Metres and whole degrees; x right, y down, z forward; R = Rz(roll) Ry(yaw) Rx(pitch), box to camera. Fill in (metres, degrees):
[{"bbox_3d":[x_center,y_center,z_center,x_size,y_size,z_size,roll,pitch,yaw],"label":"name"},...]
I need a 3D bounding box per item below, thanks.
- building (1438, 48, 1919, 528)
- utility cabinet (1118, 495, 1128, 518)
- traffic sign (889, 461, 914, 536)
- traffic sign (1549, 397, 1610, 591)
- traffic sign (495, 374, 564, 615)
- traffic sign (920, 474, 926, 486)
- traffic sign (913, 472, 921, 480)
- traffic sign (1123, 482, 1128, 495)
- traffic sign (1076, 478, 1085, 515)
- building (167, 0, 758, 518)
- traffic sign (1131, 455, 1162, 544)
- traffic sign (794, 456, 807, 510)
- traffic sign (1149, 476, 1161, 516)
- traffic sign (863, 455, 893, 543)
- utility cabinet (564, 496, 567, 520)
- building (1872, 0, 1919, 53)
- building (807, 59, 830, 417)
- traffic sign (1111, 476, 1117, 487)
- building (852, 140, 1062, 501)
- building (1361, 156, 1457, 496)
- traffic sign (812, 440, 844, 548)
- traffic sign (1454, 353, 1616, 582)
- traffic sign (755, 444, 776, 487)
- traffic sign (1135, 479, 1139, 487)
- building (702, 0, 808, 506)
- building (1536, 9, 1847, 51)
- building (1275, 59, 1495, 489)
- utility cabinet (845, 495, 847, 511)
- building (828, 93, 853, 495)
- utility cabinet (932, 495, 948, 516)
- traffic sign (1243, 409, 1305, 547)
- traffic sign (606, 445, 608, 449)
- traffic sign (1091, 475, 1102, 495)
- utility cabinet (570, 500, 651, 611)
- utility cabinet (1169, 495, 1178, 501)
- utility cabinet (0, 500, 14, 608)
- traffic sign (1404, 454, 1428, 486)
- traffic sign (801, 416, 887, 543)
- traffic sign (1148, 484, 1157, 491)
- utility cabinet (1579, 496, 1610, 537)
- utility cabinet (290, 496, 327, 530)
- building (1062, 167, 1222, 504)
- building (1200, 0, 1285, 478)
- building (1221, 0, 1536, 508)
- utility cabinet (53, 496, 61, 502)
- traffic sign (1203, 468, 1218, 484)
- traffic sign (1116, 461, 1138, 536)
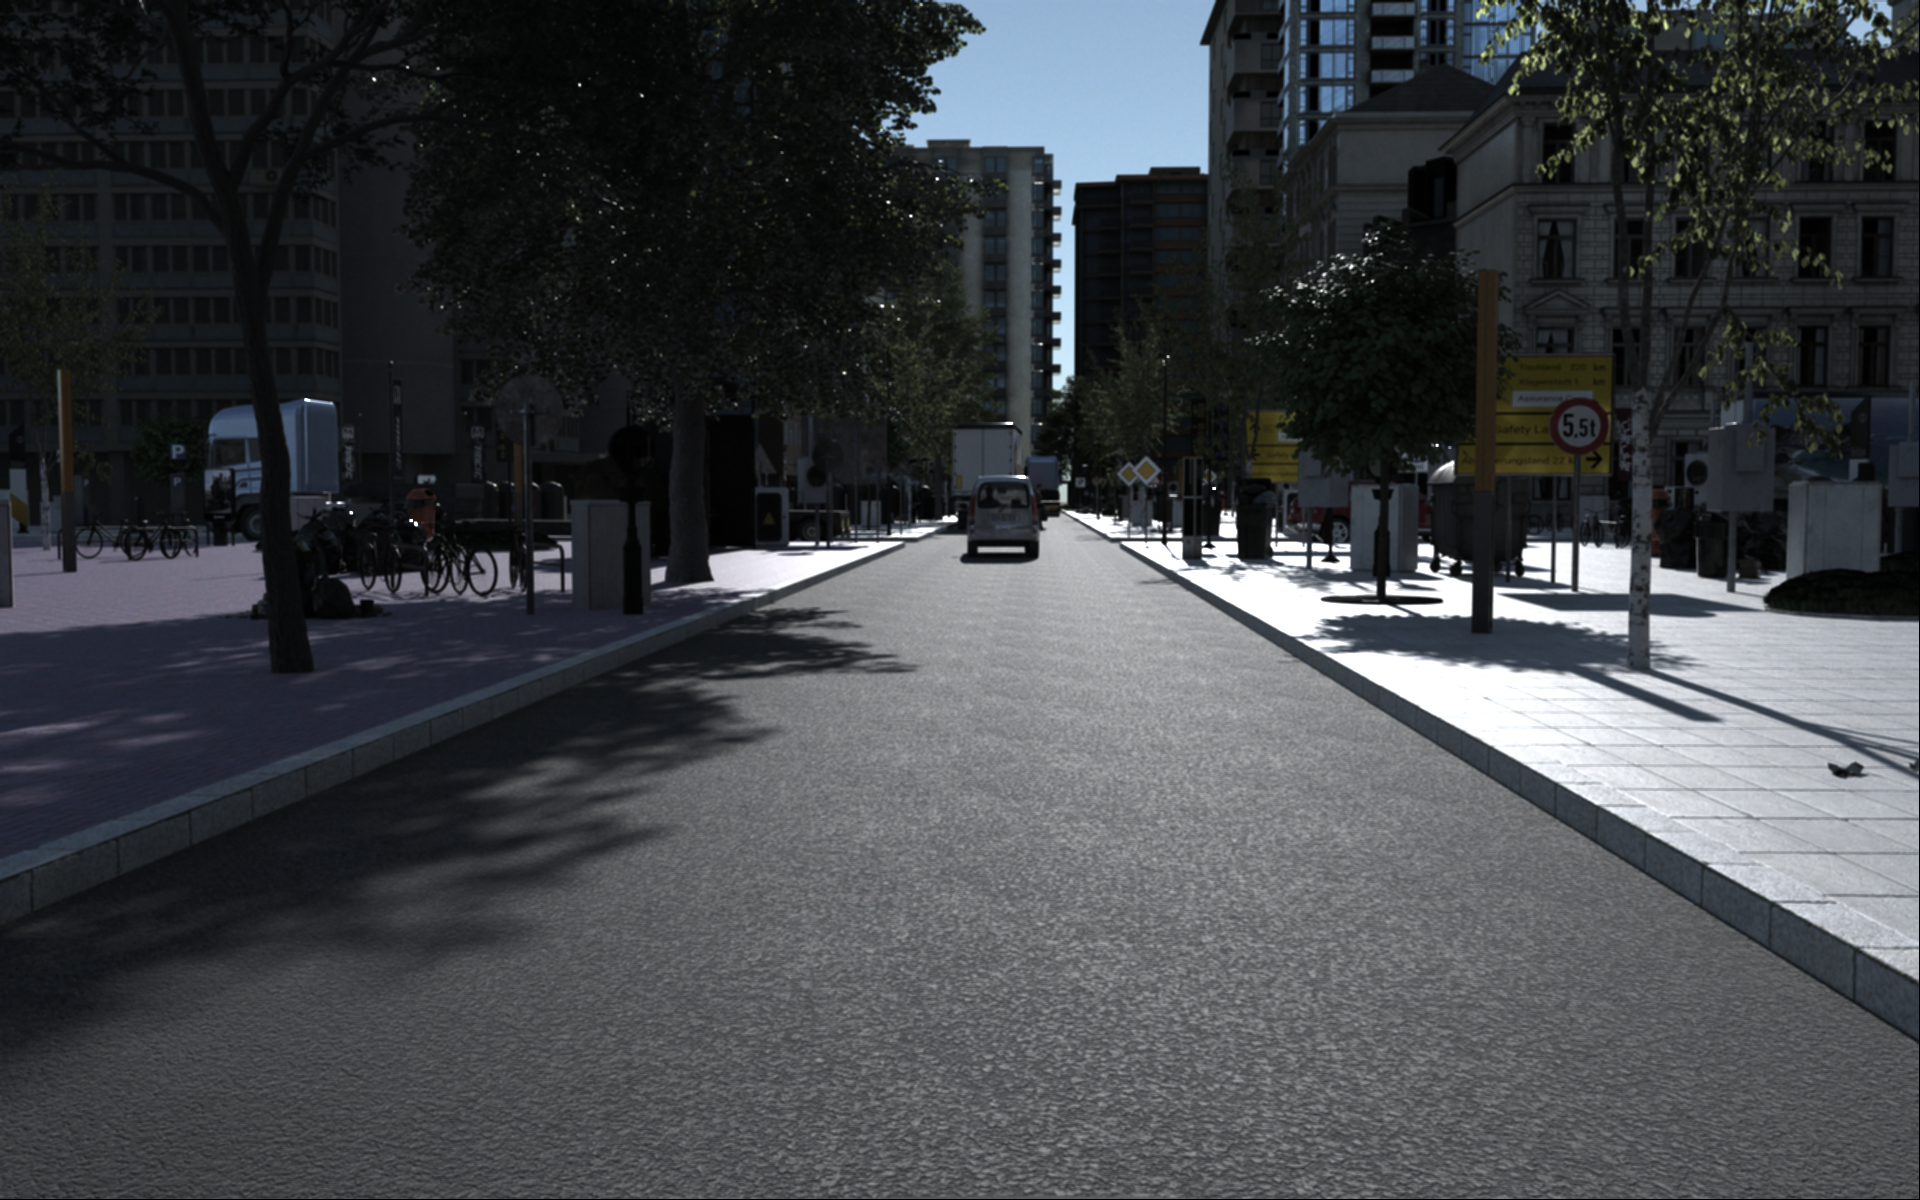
[{"bbox_3d":[30.204,-12.570,70.141,19.286,19.102,10.561,0,4,2],"label":"building"},{"bbox_3d":[8.826,-4.951,92.112,0.306,1.237,1.020,-2,4,-28],"label":"utility cabinet"},{"bbox_3d":[-1.800,-3.017,52.971,0.795,2.450,0.064,0,4,2],"label":"traffic sign"},{"bbox_3d":[8.109,-1.386,22.764,0.768,2.556,0.104,0,4,7],"label":"traffic sign"},{"bbox_3d":[-4.575,-1.117,18.372,0.768,2.556,0.104,1,4,9],"label":"traffic sign"},{"bbox_3d":[-2.467,-6.645,108.759,0.768,2.556,0.104,0,4,5],"label":"traffic sign"},{"bbox_3d":[-2.584,-6.050,99.023,0.768,2.556,0.104,1,4,12],"label":"traffic sign"},{"bbox_3d":[9.248,-5.867,96.025,0.768,2.556,0.104,1,4,9],"label":"traffic sign"},{"bbox_3d":[7.435,-6.414,107.001,0.606,2.300,0.079,0,4,3],"label":"traffic sign"},{"bbox_3d":[-30.184,-25.841,114.383,32.217,40.220,23.993,0,4,2],"label":"building"},{"bbox_3d":[4.802,-2.510,44.682,0.795,2.450,0.064,0,4,2],"label":"traffic sign"},{"bbox_3d":[-5.024,-3.433,56.232,0.768,2.556,0.104,0,4,7],"label":"traffic sign"},{"bbox_3d":[10.419,-5.710,93.369,0.884,2.594,0.081,0,4,4],"label":"traffic sign"},{"bbox_3d":[-2.135,-2.529,44.993,0.795,2.450,0.064,0,4,2],"label":"traffic sign"},{"bbox_3d":[-15.361,-3.351,65.956,1.020,1.237,0.306,3,5,43],"label":"utility cabinet"},{"bbox_3d":[52.109,-17.317,70.518,23.554,28.519,14.401,0,4,2],"label":"building"},{"bbox_3d":[-19.037,-28.504,149.636,14.154,41.232,14.086,0,4,2],"label":"building"},{"bbox_3d":[10.860,-7.416,121.349,0.768,2.556,0.104,1,4,10],"label":"traffic sign"},{"bbox_3d":[-1.518,-37.747,236.773,30.456,49.044,23.786,0,4,2],"label":"building"},{"bbox_3d":[30.145,-13.839,93.718,16.820,18.784,16.811,0,4,2],"label":"building"},{"bbox_3d":[-3.116,-2.494,40.880,0.768,2.556,0.104,0,4,5],"label":"traffic sign"},{"bbox_3d":[8.296,-1.909,25.079,2.265,3.308,0.079,0,4,3],"label":"traffic sign"},{"bbox_3d":[-5.162,-2.729,44.615,0.884,2.594,0.081,1,4,9],"label":"traffic sign"},{"bbox_3d":[12.444,-7.227,119.346,0.795,2.450,0.064,1,4,9],"label":"traffic sign"},{"bbox_3d":[-19.769,-29.682,135.413,14.600,45.320,14.200,0,4,2],"label":"building"},{"bbox_3d":[71.112,-33.946,174.622,30.456,49.044,23.786,0,4,2],"label":"building"},{"bbox_3d":[29.175,-20.003,114.442,14.401,28.519,23.554,0,4,2],"label":"building"},{"bbox_3d":[-8.022,-6.821,122.678,0.306,1.237,1.020,3,5,39],"label":"utility cabinet"},{"bbox_3d":[-22.256,-45.340,179.561,20.611,71.187,20.563,0,4,2],"label":"building"},{"bbox_3d":[-1.157,-5.610,102.881,1.020,1.237,0.306,1,4,17],"label":"utility cabinet"},{"bbox_3d":[7.951,-2.921,41.626,2.265,3.308,0.079,0,4,6],"label":"traffic sign"},{"bbox_3d":[-7.373,-2.305,37.796,0.768,2.556,0.104,1,4,11],"label":"traffic sign"},{"bbox_3d":[9.352,-7.222,118.182,0.768,2.556,0.104,1,4,10],"label":"traffic sign"},{"bbox_3d":[-3.920,-0.512,19.527,0.306,1.237,1.020,2,4,31],"label":"utility cabinet"},{"bbox_3d":[11.059,-4.958,92.228,1.020,1.237,0.306,0,4,1],"label":"utility cabinet"},{"bbox_3d":[-11.256,-0.510,19.503,1.020,1.237,0.306,-2,4,-26],"label":"utility cabinet"},{"bbox_3d":[8.817,-1.919,33.502,0.606,2.300,0.079,1,4,11],"label":"traffic sign"},{"bbox_3d":[-3.054,-3.157,45.483,2.265,3.308,0.079,0,4,4],"label":"traffic sign"},{"bbox_3d":[12.217,-6.604,110.112,0.606,2.300,0.079,1,4,9],"label":"traffic sign"},{"bbox_3d":[19.000,-2.507,52.154,0.306,1.237,1.020,-3,5,-40],"label":"utility cabinet"},{"bbox_3d":[-17.138,-2.106,45.593,0.306,1.237,1.020,2,4,24],"label":"utility cabinet"},{"bbox_3d":[28.097,-35.480,234.714,28.867,44.769,22.147,0,4,2],"label":"building"},{"bbox_3d":[39.666,-35.772,174.111,28.713,52.752,27.495,0,4,2],"label":"building"},{"bbox_3d":[35.018,-50.849,144.056,22.319,86.520,31.000,0,4,2],"label":"building"},{"bbox_3d":[-32.386,-3.141,62.521,1.020,1.237,0.306,3,5,43],"label":"utility cabinet"},{"bbox_3d":[10.739,-4.510,74.922,0.795,2.450,0.064,1,4,11],"label":"traffic sign"},{"bbox_3d":[5.137,-2.998,52.660,0.795,2.450,0.064,0,4,2],"label":"traffic sign"}]
